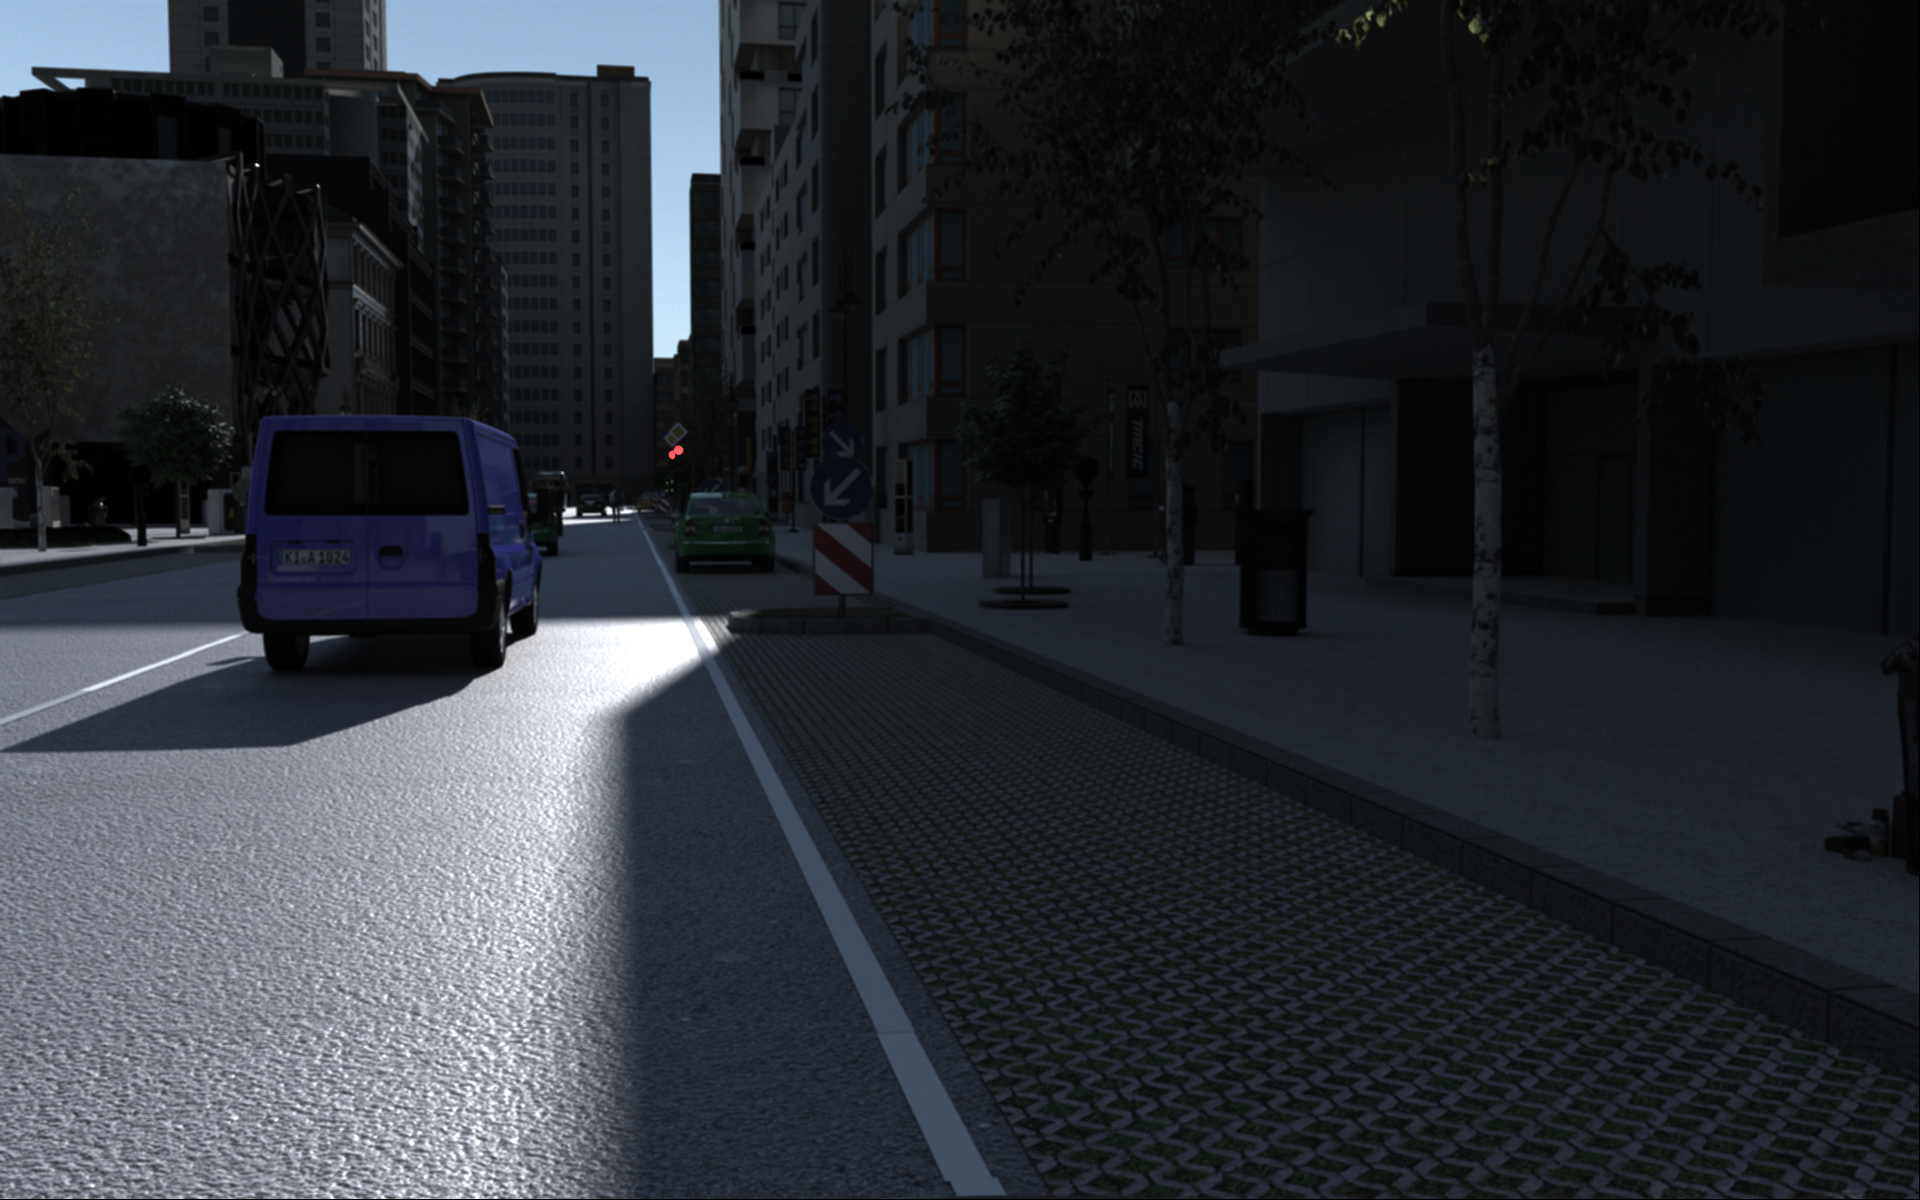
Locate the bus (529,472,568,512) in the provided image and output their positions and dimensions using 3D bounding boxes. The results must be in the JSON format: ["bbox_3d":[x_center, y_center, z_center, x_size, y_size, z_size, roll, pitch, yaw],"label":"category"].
[{"bbox_3d":[-33.403,-8.940,141.024,2.948,3.499,13.247,-1,4,-12],"label":"bus"}]

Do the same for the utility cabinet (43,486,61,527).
[{"bbox_3d":[-26.070,-2.508,49.680,0.318,1.500,1.173,-1,4,-18],"label":"utility cabinet"}]

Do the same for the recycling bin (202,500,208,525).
[{"bbox_3d":[-31.241,-3.659,72.385,0.722,1.027,0.722,-2,4,-32],"label":"recycling bin"}]

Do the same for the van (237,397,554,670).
[{"bbox_3d":[-4.978,-0.701,15.849,2.240,2.365,5.245,-1,4,-9],"label":"van"}]

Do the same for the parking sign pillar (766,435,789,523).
[{"bbox_3d":[-8.426,-5.468,77.867,1.447,3.967,1.447,-1,4,-10],"label":"parking sign pillar"}]

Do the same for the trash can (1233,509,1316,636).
[{"bbox_3d":[2.865,-0.255,15.831,0.748,1.137,0.748,0,3,0],"label":"trash can"}]

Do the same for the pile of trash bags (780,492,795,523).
[{"bbox_3d":[-8.968,-4.038,75.769,3.447,1.369,1.912,0,4,-6],"label":"pile of trash bags"}]

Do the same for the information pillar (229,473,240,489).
[{"bbox_3d":[-24.908,-3.367,59.536,0.304,2.012,0.304,-2,4,-32],"label":"information pillar"}]

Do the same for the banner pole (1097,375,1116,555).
[{"bbox_3d":[3.130,-2.826,36.221,0.401,3.779,0.863,0,4,-7],"label":"banner pole"}]

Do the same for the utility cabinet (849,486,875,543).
[{"bbox_3d":[-2.578,-2.236,45.233,0.318,1.500,1.173,-2,4,-25],"label":"utility cabinet"}]

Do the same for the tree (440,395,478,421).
[{"bbox_3d":[-36.836,-10.885,128.339,4.737,8.622,4.395,0,3,0],"label":"tree"}]

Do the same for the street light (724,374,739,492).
[{"bbox_3d":[-8.812,-5.755,66.885,0.468,5.910,1.993,-1,4,-11],"label":"street light"}]

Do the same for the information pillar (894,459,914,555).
[{"bbox_3d":[-1.188,-1.968,36.676,0.304,2.012,0.304,2,4,29],"label":"information pillar"}]

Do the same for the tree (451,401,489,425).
[{"bbox_3d":[-38.740,-11.394,136.660,4.360,8.622,3.978,0,3,0],"label":"tree"}]

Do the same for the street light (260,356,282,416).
[{"bbox_3d":[-23.089,-5.221,58.150,0.468,5.910,1.993,-1,4,-11],"label":"street light"}]

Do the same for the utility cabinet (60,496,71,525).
[{"bbox_3d":[-37.597,-3.723,72.033,1.020,1.237,0.306,-2,4,-34],"label":"utility cabinet"}]

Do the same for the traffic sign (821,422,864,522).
[{"bbox_3d":[-2.094,-1.877,30.787,0.768,2.556,0.104,-1,4,-9],"label":"traffic sign"}]

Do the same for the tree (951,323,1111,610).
[{"bbox_3d":[0.661,-1.539,19.769,1.663,3.219,1.824,0,3,0],"label":"tree"}]

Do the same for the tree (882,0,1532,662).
[{"bbox_3d":[1.614,-3.917,14.399,4.360,8.622,3.978,0,3,0],"label":"tree"}]

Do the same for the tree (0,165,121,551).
[{"bbox_3d":[-20.556,-5.375,38.247,4.360,8.622,3.978,0,3,0],"label":"tree"}]

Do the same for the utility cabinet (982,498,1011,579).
[{"bbox_3d":[0.565,-0.954,26.759,0.306,1.237,1.020,1,4,10],"label":"utility cabinet"}]

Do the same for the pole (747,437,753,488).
[{"bbox_3d":[-7.493,-4.153,61.746,0.158,3.312,0.155,0,3,0],"label":"pole"}]

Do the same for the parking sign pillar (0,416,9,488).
[{"bbox_3d":[-28.514,-3.874,51.804,1.447,3.967,1.447,1,4,12],"label":"parking sign pillar"}]

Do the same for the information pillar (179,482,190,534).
[{"bbox_3d":[-25.204,-3.161,56.172,0.304,2.012,0.304,-3,5,-43],"label":"information pillar"}]

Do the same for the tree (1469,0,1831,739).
[{"bbox_3d":[2.891,-3.567,8.690,4.360,8.622,3.978,0,3,0],"label":"tree"}]

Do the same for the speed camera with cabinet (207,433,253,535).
[{"bbox_3d":[-23.044,-3.732,55.352,0.660,3.252,2.038,2,4,25],"label":"speed camera with cabinet"}]

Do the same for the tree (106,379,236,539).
[{"bbox_3d":[-22.591,-4.037,49.712,4.285,4.588,4.351,0,3,0],"label":"tree"}]

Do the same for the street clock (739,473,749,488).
[{"bbox_3d":[-7.475,-3.396,60.089,0.358,2.002,0.471,1,4,10],"label":"street clock"}]

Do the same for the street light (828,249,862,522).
[{"bbox_3d":[-2.169,-3.671,32.816,0.468,5.910,1.993,-1,4,-11],"label":"street light"}]

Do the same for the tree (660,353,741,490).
[{"bbox_3d":[-13.168,-8.496,89.266,4.737,8.622,4.395,0,3,0],"label":"tree"}]

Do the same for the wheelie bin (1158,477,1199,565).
[{"bbox_3d":[3.964,-1.434,31.358,0.693,1.594,0.980,0,4,-3],"label":"wheelie bin"}]

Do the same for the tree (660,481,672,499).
[{"bbox_3d":[-30.604,-11.495,182.551,1.663,3.219,1.824,0,3,0],"label":"tree"}]

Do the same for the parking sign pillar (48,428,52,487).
[{"bbox_3d":[-37.692,-5.014,70.445,1.447,3.967,1.447,-3,5,-40],"label":"parking sign pillar"}]

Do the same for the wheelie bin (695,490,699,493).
[{"bbox_3d":[-18.898,-7.166,125.065,0.693,1.594,0.980,0,4,8],"label":"wheelie bin"}]

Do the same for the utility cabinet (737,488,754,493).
[{"bbox_3d":[-7.349,-3.091,59.221,0.318,1.500,1.173,0,4,7],"label":"utility cabinet"}]

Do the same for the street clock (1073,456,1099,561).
[{"bbox_3d":[2.420,-1.758,33.307,0.471,2.002,0.358,-2,4,-26],"label":"street clock"}]

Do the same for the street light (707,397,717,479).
[{"bbox_3d":[-11.790,-6.714,82.562,0.468,5.910,1.993,-1,4,-11],"label":"street light"}]

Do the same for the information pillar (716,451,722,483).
[{"bbox_3d":[-12.921,-6.217,93.007,0.183,3.616,0.504,-3,4,-38],"label":"information pillar"}]

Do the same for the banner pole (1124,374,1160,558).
[{"bbox_3d":[3.735,-2.748,34.940,0.863,3.779,0.401,-1,4,-8],"label":"banner pole"}]

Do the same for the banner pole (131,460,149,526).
[{"bbox_3d":[-33.520,-4.939,70.776,0.401,3.779,0.863,2,4,27],"label":"banner pole"}]

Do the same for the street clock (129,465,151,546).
[{"bbox_3d":[-20.152,-2.327,42.618,0.471,2.002,0.358,-2,4,-34],"label":"street clock"}]

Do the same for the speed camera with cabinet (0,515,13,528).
[{"bbox_3d":[-25.954,-3.133,45.566,2.038,3.252,0.660,1,4,18],"label":"speed camera with cabinet"}]

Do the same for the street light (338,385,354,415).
[{"bbox_3d":[-26.101,-6.174,73.740,0.468,5.910,1.993,-1,4,-11],"label":"street light"}]

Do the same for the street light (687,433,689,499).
[{"bbox_3d":[-18.233,-8.748,115.811,0.468,5.910,1.993,-1,4,-11],"label":"street light"}]

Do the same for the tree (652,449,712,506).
[{"bbox_3d":[-19.055,-8.482,122.399,4.285,4.588,4.351,0,3,0],"label":"tree"}]
